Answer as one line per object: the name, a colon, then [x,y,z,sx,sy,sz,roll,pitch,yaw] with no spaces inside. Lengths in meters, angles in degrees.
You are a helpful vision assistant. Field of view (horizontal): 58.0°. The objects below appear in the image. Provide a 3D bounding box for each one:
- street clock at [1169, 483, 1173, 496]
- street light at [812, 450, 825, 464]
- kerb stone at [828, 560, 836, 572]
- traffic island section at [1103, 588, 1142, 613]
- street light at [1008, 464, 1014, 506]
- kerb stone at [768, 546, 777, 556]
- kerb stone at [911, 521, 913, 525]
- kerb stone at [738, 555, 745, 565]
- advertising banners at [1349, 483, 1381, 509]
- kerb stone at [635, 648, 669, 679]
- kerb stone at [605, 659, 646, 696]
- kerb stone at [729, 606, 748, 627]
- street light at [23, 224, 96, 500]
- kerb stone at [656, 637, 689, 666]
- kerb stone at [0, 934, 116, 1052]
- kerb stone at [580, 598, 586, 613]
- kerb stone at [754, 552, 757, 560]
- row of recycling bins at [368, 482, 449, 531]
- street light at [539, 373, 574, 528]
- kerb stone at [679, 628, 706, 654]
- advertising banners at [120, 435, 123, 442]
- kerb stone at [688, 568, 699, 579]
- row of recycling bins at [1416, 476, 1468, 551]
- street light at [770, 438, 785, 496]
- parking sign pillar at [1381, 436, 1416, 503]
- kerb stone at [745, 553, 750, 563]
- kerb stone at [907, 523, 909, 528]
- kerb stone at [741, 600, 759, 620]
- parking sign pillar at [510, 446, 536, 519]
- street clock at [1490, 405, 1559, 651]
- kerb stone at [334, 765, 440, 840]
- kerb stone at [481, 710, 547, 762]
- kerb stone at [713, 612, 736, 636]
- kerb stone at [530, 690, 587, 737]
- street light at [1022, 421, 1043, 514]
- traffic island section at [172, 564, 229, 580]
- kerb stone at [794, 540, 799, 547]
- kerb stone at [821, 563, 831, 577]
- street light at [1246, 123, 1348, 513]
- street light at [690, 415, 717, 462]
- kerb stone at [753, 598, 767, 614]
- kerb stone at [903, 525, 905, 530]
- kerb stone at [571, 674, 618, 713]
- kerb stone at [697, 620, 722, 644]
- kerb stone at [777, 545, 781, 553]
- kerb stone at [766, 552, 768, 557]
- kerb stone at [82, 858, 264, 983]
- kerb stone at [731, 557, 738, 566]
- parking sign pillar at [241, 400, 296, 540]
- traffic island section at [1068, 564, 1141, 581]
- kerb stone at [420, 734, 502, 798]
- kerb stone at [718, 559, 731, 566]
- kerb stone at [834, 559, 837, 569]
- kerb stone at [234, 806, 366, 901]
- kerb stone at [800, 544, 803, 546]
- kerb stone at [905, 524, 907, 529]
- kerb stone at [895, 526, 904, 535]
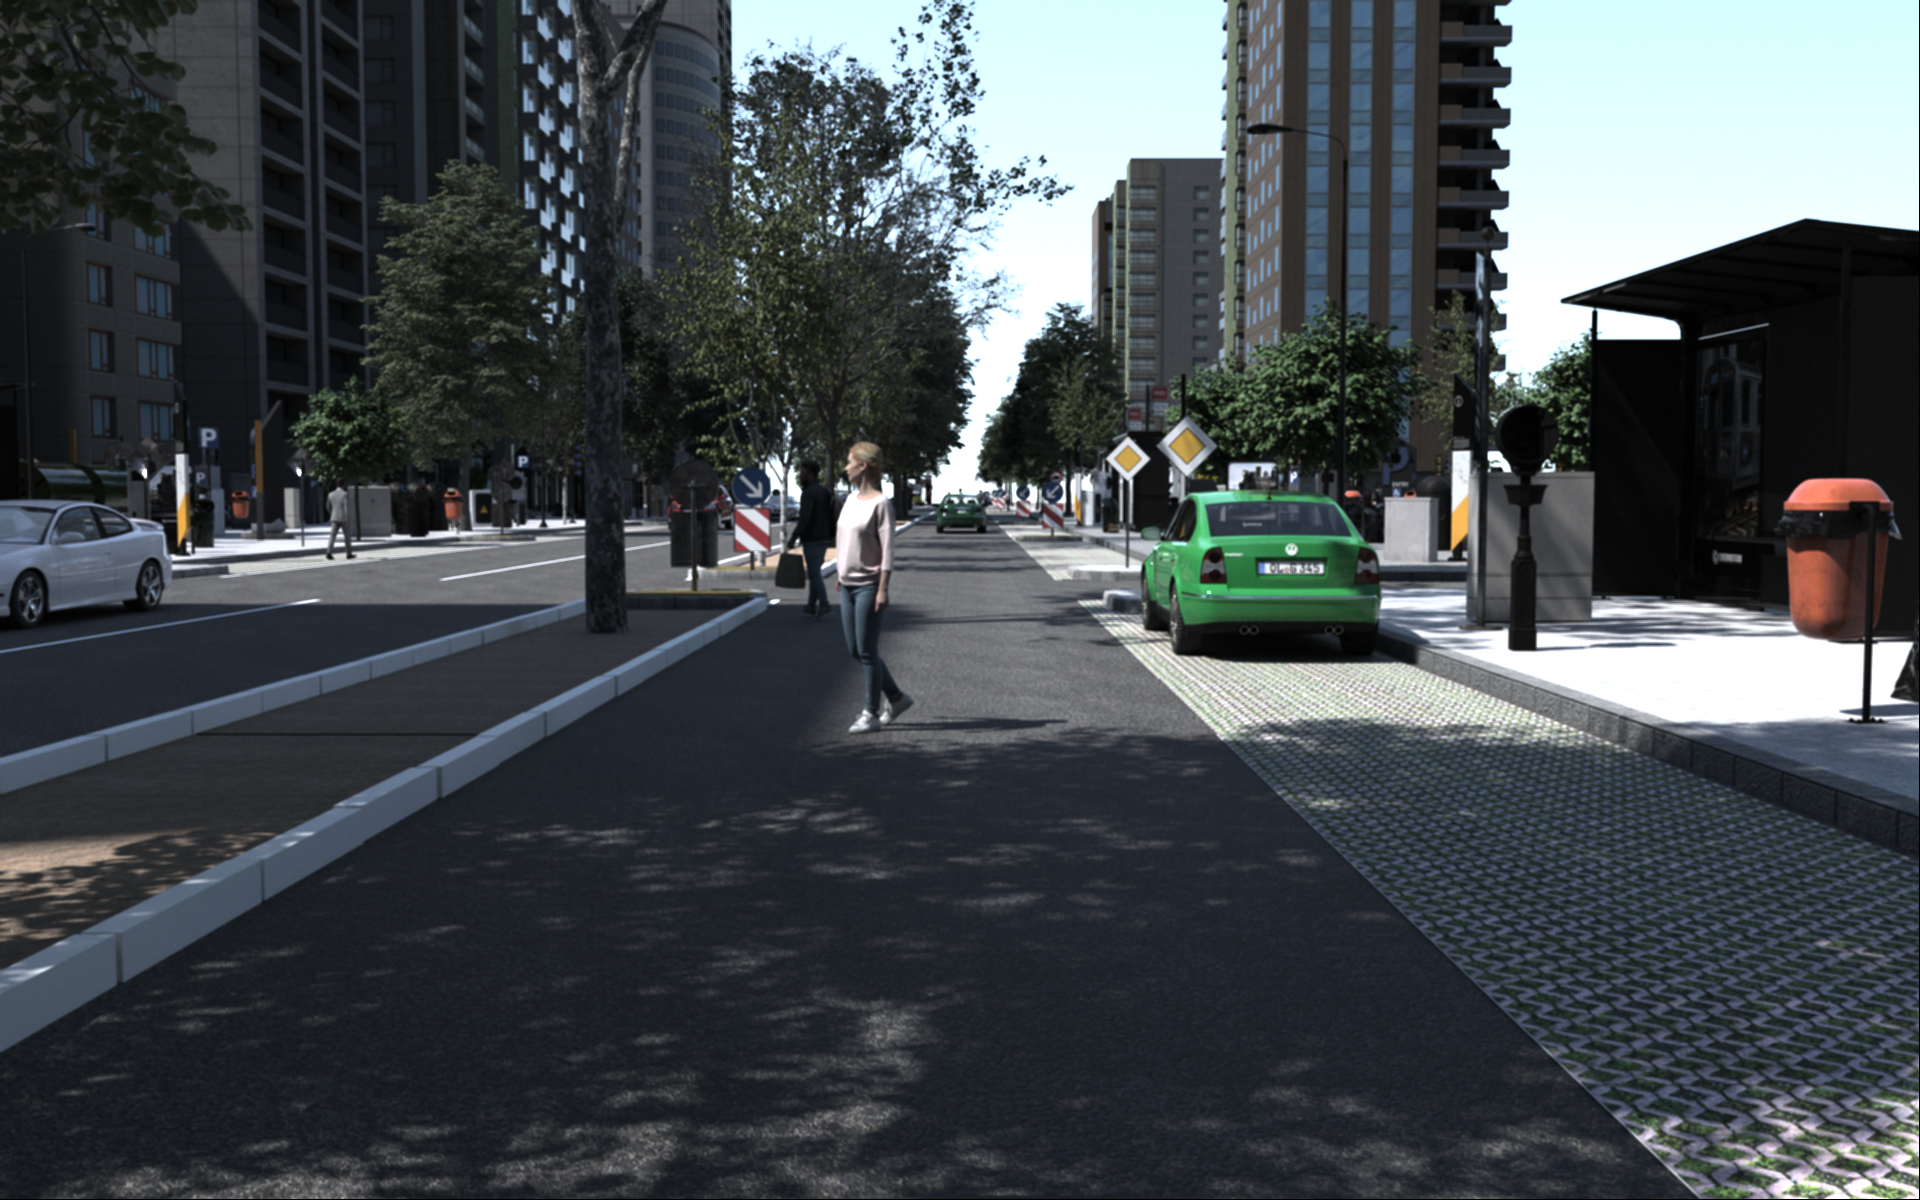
street clock: [8.614,-4.130,72.096,0.471,2.002,0.358,-1,4,-20]
street light: [-14.928,-12.604,178.619,1.470,5.913,1.316,0,4,0]
kerb stone: [-2.418,-0.587,31.794,0.120,0.150,1.000,0,4,0]
traffic island section: [2.889,0.017,22.006,2.009,0.180,2.903,0,4,0]
street light: [4.710,-10.603,145.894,1.470,5.913,1.316,0,4,0]
kerb stone: [-4.497,-1.150,40.992,0.120,0.150,1.000,0,4,0]
kerb stone: [-2.255,-3.283,75.876,0.120,0.150,1.000,0,4,0]
kerb stone: [-4.506,-0.771,34.858,0.120,0.150,1.000,0,4,0]
advertising banners: [17.034,-4.664,72.444,2.074,3.025,0.090,-2,4,-23]
kerb stone: [-2.485,0.519,13.782,0.120,0.150,1.000,0,4,0]
kerb stone: [-2.482,0.579,12.755,0.120,0.150,1.000,0,4,0]
kerb stone: [-2.466,0.201,18.916,0.120,0.150,1.000,0,4,0]
street light: [-15.542,-3.509,29.921,1.470,5.913,1.316,0,4,0]
kerb stone: [-2.481,0.452,14.804,0.120,0.150,1.000,0,4,0]
kerb stone: [-2.521,1.079,4.549,0.120,0.150,1.000,0,4,0]
kerb stone: [-4.559,0.074,20.991,0.120,0.150,1.000,0,4,0]
kerb stone: [-4.497,-0.900,36.904,0.120,0.150,1.000,0,4,0]
row of recycling bins: [-19.054,-3.213,59.641,1.069,1.692,3.534,2,4,25]
street light: [-15.362,-5.713,65.950,1.470,5.913,1.316,0,4,0]
kerb stone: [-2.478,0.392,15.833,0.120,0.150,1.000,0,4,0]
advertising banners: [-25.554,-3.451,52.613,0.090,3.025,2.074,-2,4,-33]
kerb stone: [-4.529,-0.460,29.727,0.120,0.150,1.000,0,4,0]
row of recycling bins: [12.091,-1.953,39.046,3.534,1.692,1.069,1,4,19]
street light: [-15.101,-10.411,142.755,1.470,5.913,1.316,0,4,0]
parking sign pillar: [17.700,-4.979,69.885,1.447,3.967,1.447,3,4,36]
kerb stone: [-4.499,-0.835,35.882,0.120,0.150,1.000,0,4,0]
kerb stone: [-2.281,-2.966,70.751,0.120,0.150,1.000,0,4,0]
kerb stone: [-2.462,0.140,19.949,0.120,0.150,1.000,0,4,0]
parking sign pillar: [-23.162,-6.295,91.389,1.447,3.967,1.447,3,4,37]
street clock: [4.619,-0.587,14.171,0.471,2.002,0.358,0,4,6]
kerb stone: [-2.517,0.891,7.626,0.120,0.150,1.000,0,4,0]
kerb stone: [-2.507,0.766,9.686,0.120,0.150,1.000,0,4,0]
kerb stone: [-2.463,0.263,17.894,0.120,0.150,1.000,0,4,0]
kerb stone: [-2.495,0.702,10.711,0.120,0.150,1.000,0,4,0]
street light: [4.640,-8.386,109.644,1.470,5.913,1.316,0,4,0]
traffic island section: [-14.073,-0.476,30.057,2.009,0.180,2.903,0,4,0]
kerb stone: [-4.470,-1.463,46.116,0.120,0.150,1.000,0,4,0]
kerb stone: [-2.428,-0.525,30.772,0.120,0.150,1.000,0,4,0]
street light: [4.291,-3.017,21.873,1.470,5.913,1.316,0,4,0]
street light: [-15.243,-7.888,101.505,1.470,5.913,1.316,0,4,0]
kerb stone: [-2.460,0.075,20.986,0.120,0.150,1.000,0,4,0]
kerb stone: [-2.289,-2.716,66.640,0.120,0.150,1.000,0,4,0]
kerb stone: [-2.498,0.644,11.733,0.120,0.150,1.000,0,4,0]
kerb stone: [-2.474,0.330,16.868,0.120,0.150,1.000,0,4,0]
kerb stone: [-4.479,-1.212,42.014,0.120,0.150,1.000,0,4,0]
kerb stone: [-4.499,-1.023,38.948,0.120,0.150,1.000,0,4,0]
kerb stone: [-2.511,1.017,5.572,0.120,0.150,1.000,0,4,0]
kerb stone: [-4.516,-0.712,33.836,0.120,0.150,1.000,0,4,0]
parking sign pillar: [-19.732,-3.721,49.311,1.447,3.967,1.447,0,4,3]
traffic island section: [2.918,-0.472,29.991,2.009,0.180,2.903,0,4,0]
kerb stone: [-2.499,0.829,8.659,0.120,0.150,1.000,0,4,0]
kerb stone: [-4.519,-0.647,32.813,0.120,0.150,1.000,0,4,0]
kerb stone: [-2.411,-0.649,32.820,0.120,0.150,1.000,0,4,0]
kerb stone: [-2.509,0.959,6.600,0.120,0.150,1.000,0,4,0]
kerb stone: [-4.459,-1.589,48.176,0.120,0.150,1.000,0,4,0]
kerb stone: [-2.279,-2.844,68.696,0.120,0.150,1.000,0,4,0]
kerb stone: [-2.298,-2.649,65.606,0.120,0.150,1.000,0,4,0]
